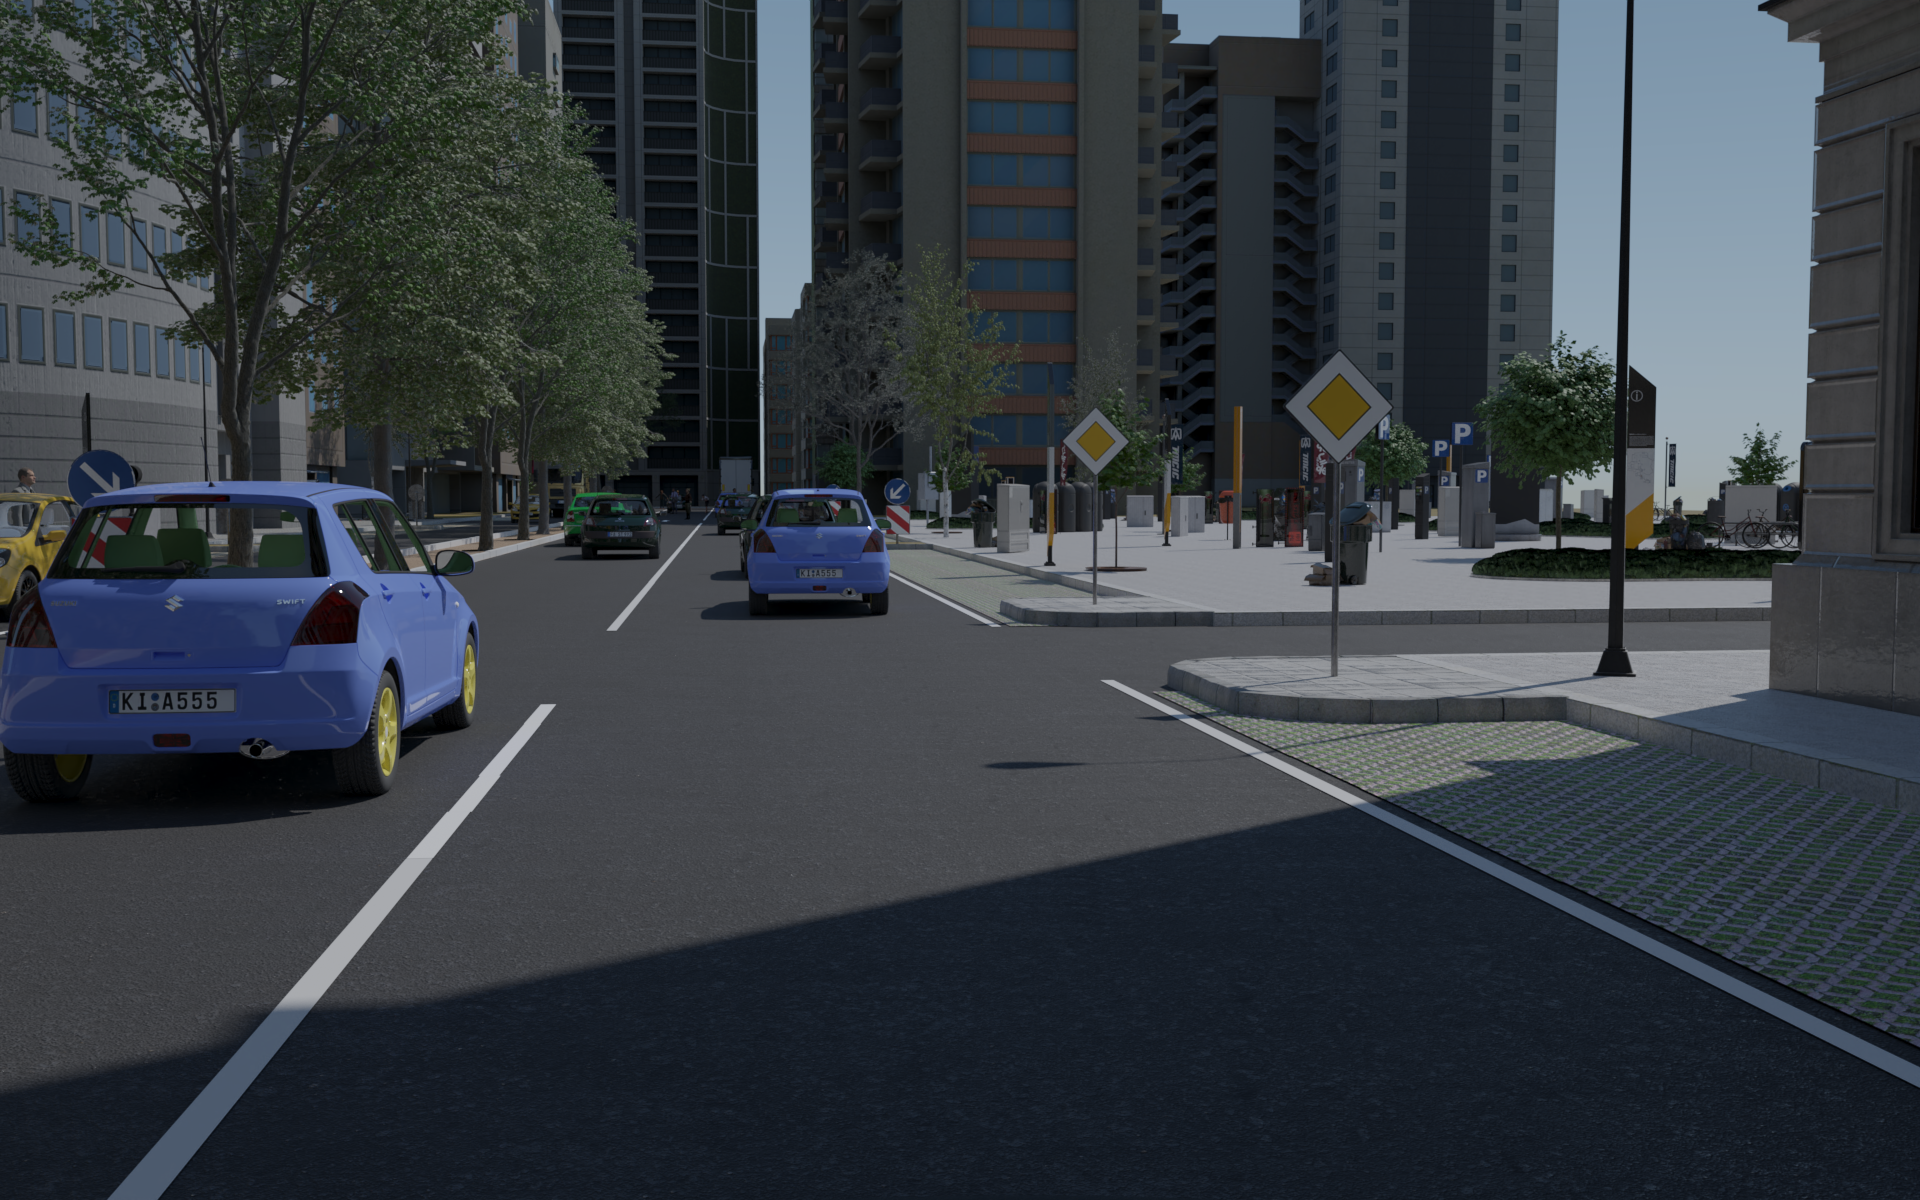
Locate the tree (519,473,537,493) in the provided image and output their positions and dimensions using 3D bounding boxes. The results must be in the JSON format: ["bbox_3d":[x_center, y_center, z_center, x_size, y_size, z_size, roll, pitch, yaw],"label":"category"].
[{"bbox_3d":[-34.488,-8.756,137.767,1.663,3.219,1.824,0,3,0],"label":"tree"}]

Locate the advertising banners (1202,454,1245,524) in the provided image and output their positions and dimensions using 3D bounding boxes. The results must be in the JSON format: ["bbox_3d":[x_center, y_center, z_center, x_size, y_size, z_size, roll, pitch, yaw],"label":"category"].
[{"bbox_3d":[11.383,-4.809,74.816,2.074,3.025,0.090,-1,4,-20],"label":"advertising banners"}]

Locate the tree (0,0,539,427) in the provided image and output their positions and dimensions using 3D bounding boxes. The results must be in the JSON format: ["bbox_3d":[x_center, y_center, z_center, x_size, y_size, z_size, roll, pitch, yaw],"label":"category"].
[{"bbox_3d":[-9.347,-5.757,22.342,9.928,11.665,9.643,0,3,0],"label":"tree"}]

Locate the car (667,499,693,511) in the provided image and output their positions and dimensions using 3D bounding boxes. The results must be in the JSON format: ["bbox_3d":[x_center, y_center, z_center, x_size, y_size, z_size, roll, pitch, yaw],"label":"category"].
[{"bbox_3d":[-23.046,-7.970,142.113,2.131,1.459,4.920,0,4,-6],"label":"car"}]

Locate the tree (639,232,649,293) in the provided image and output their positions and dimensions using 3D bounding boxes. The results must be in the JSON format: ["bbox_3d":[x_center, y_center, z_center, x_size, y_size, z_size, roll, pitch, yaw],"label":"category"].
[{"bbox_3d":[-11.690,-7.004,42.735,9.928,11.665,9.643,0,3,0],"label":"tree"}]

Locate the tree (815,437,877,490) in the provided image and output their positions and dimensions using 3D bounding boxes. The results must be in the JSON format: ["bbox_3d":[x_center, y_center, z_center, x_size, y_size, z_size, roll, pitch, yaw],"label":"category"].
[{"bbox_3d":[-6.298,-6.908,96.664,4.285,4.588,4.351,0,3,0],"label":"tree"}]

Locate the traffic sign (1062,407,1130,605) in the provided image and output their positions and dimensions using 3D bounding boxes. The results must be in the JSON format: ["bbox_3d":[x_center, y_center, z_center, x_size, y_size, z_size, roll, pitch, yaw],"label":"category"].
[{"bbox_3d":[1.562,-1.003,20.037,0.795,2.450,0.064,0,4,-8],"label":"traffic sign"}]

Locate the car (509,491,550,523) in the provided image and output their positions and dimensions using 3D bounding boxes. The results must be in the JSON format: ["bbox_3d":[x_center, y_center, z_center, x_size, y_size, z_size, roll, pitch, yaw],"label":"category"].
[{"bbox_3d":[-21.537,-4.686,86.841,2.015,1.641,3.980,-1,4,-9],"label":"car"}]

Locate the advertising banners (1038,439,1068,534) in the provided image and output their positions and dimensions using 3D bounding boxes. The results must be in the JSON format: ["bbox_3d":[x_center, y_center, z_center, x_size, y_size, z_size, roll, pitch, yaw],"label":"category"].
[{"bbox_3d":[2.986,-3.630,55.541,0.090,3.025,2.074,-1,4,-23],"label":"advertising banners"}]

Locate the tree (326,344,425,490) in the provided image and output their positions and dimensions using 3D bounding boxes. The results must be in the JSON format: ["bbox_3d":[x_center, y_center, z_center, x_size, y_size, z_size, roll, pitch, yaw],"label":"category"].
[{"bbox_3d":[-25.247,-7.629,75.094,4.360,8.622,3.978,0,3,0],"label":"tree"}]

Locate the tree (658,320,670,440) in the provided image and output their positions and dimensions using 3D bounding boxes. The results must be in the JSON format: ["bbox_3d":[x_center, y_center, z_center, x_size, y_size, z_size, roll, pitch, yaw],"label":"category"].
[{"bbox_3d":[-15.807,-9.086,69.136,7.486,12.596,7.792,0,3,0],"label":"tree"}]

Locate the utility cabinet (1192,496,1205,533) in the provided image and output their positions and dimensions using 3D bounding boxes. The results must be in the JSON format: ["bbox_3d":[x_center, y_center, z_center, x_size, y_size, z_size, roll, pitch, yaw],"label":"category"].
[{"bbox_3d":[7.639,-2.836,57.534,1.020,1.237,0.306,-2,4,-26],"label":"utility cabinet"}]

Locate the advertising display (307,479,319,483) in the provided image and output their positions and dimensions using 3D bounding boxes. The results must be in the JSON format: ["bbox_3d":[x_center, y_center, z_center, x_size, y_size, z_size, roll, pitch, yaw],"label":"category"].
[{"bbox_3d":[-28.224,-4.292,75.394,0.974,1.923,0.123,2,4,34],"label":"advertising display"}]

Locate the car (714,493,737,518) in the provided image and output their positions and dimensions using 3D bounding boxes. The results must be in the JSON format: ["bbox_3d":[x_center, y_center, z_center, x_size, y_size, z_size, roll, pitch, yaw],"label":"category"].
[{"bbox_3d":[-14.235,-5.951,106.886,1.945,1.707,3.694,0,4,-6],"label":"car"}]

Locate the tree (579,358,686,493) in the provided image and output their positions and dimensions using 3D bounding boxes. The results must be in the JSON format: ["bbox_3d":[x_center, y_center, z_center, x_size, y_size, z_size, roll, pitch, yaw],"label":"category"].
[{"bbox_3d":[-17.660,-9.060,85.004,8.767,10.594,7.601,0,4,-8],"label":"tree"}]

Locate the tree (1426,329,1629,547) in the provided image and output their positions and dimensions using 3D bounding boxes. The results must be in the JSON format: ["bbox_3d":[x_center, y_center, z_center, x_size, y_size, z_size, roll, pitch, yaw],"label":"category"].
[{"bbox_3d":[11.982,-3.115,34.649,4.285,4.588,4.351,0,3,0],"label":"tree"}]

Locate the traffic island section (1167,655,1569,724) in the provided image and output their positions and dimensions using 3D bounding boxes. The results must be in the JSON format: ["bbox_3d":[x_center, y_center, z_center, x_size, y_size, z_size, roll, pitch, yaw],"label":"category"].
[{"bbox_3d":[2.654,0.616,12.204,2.009,0.180,2.903,0,4,-8],"label":"traffic island section"}]

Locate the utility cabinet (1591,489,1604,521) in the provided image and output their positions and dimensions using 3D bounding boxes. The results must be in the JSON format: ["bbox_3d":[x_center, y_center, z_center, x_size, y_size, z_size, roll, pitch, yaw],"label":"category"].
[{"bbox_3d":[27.102,-3.961,73.441,0.318,1.500,1.173,1,4,15],"label":"utility cabinet"}]

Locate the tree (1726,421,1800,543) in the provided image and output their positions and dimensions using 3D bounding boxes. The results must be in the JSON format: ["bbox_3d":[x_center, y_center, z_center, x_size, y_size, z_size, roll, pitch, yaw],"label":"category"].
[{"bbox_3d":[21.281,-3.160,46.263,1.663,3.219,1.824,0,3,0],"label":"tree"}]

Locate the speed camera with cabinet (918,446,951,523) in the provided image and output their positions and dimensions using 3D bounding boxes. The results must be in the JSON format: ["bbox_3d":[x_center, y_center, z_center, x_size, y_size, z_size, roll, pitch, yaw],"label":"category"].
[{"bbox_3d":[-0.748,-4.781,72.511,2.038,3.252,0.660,-2,4,-33],"label":"speed camera with cabinet"}]

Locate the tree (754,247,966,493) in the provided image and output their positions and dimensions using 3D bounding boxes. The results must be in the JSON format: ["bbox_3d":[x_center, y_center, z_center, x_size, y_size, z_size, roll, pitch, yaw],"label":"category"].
[{"bbox_3d":[-4.889,-10.697,85.263,12.009,13.543,11.850,0,3,0],"label":"tree"}]

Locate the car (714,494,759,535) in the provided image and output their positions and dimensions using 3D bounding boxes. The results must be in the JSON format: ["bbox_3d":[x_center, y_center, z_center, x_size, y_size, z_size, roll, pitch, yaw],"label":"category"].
[{"bbox_3d":[-7.761,-3.175,61.706,2.009,1.686,4.222,0,4,-7],"label":"car"}]

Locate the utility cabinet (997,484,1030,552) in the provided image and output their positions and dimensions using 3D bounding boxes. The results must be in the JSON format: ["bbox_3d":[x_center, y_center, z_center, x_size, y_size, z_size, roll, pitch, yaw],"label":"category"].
[{"bbox_3d":[1.183,-1.794,38.003,0.318,1.500,1.173,2,4,24],"label":"utility cabinet"}]

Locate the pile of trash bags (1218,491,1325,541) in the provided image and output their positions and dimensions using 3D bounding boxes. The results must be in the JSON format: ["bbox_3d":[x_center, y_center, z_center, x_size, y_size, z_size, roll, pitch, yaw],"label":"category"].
[{"bbox_3d":[8.861,-2.340,48.016,3.447,1.369,1.912,1,4,16],"label":"pile of trash bags"}]

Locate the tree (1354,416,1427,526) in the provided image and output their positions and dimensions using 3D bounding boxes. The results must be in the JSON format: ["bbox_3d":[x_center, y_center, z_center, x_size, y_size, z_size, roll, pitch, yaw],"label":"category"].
[{"bbox_3d":[17.454,-5.331,70.883,4.285,4.588,4.351,0,3,0],"label":"tree"}]

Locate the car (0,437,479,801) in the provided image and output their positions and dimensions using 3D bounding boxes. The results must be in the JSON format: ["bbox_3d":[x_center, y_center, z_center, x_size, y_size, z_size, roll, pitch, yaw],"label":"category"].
[{"bbox_3d":[-3.704,0.009,9.446,1.945,1.707,3.694,0,4,-7],"label":"car"}]

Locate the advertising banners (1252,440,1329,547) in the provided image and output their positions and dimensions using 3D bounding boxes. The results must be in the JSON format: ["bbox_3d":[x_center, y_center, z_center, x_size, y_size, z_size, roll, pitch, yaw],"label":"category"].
[{"bbox_3d":[8.053,-2.791,41.817,2.074,3.025,0.090,-1,4,-13],"label":"advertising banners"}]

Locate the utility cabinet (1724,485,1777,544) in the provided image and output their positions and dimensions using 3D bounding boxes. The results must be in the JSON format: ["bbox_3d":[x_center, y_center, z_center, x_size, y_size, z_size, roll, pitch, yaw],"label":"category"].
[{"bbox_3d":[19.992,-2.148,43.802,1.173,1.500,0.318,2,4,26],"label":"utility cabinet"}]

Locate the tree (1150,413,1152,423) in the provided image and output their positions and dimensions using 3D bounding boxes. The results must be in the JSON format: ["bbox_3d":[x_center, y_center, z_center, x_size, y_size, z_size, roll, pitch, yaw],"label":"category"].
[{"bbox_3d":[8.098,-8.828,94.692,4.360,8.622,3.978,0,3,0],"label":"tree"}]

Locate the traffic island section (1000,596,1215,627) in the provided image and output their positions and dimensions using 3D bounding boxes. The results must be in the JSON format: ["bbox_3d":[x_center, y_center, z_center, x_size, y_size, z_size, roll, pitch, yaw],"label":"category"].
[{"bbox_3d":[1.584,0.132,20.117,2.009,0.180,2.903,0,4,-8],"label":"traffic island section"}]

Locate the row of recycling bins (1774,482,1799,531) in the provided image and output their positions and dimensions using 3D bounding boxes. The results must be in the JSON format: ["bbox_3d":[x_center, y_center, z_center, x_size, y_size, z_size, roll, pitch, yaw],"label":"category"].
[{"bbox_3d":[29.027,-3.214,59.669,1.069,1.692,3.534,-1,4,-19],"label":"row of recycling bins"}]

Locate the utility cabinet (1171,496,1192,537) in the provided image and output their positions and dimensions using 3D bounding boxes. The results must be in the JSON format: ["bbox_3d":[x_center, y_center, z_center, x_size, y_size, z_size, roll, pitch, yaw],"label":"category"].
[{"bbox_3d":[6.661,-2.526,52.460,0.306,1.237,1.020,1,4,22],"label":"utility cabinet"}]

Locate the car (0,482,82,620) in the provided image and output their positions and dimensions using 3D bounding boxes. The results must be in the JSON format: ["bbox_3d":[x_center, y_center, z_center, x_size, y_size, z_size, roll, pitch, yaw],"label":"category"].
[{"bbox_3d":[-11.466,-0.637,20.635,2.015,1.641,3.980,0,4,-6],"label":"car"}]

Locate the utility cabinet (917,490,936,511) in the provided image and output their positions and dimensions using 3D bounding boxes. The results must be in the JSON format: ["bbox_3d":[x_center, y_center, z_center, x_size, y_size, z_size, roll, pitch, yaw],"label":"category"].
[{"bbox_3d":[-1.811,-5.176,93.314,0.318,1.500,1.173,3,5,43],"label":"utility cabinet"}]

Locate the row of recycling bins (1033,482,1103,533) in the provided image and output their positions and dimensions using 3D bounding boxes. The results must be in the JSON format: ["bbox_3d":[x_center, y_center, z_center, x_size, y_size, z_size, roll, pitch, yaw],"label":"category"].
[{"bbox_3d":[3.713,-3.148,58.587,1.069,1.692,3.534,3,4,38],"label":"row of recycling bins"}]

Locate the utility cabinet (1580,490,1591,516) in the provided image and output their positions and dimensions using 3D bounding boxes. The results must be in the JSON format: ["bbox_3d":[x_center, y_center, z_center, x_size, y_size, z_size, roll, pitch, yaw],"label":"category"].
[{"bbox_3d":[33.949,-5.170,93.210,1.173,1.500,0.318,-1,4,-21],"label":"utility cabinet"}]

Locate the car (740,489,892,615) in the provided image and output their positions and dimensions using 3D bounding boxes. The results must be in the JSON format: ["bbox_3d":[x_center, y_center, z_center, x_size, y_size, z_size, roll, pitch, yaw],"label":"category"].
[{"bbox_3d":[-1.809,-0.749,21.841,1.945,1.707,3.694,0,4,-6],"label":"car"}]

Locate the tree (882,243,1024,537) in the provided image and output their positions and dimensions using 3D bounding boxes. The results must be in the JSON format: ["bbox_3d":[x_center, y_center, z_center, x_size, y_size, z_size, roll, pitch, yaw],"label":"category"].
[{"bbox_3d":[-0.356,-6.141,50.765,4.737,8.622,4.395,0,3,0],"label":"tree"}]

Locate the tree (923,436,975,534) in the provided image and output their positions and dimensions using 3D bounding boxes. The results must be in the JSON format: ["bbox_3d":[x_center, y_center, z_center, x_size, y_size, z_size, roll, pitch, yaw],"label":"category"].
[{"bbox_3d":[-0.529,-3.777,56.363,1.663,3.219,1.824,0,3,0],"label":"tree"}]

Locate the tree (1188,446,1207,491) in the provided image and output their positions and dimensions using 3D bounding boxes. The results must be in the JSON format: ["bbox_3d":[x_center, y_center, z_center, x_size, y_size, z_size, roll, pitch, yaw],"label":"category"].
[{"bbox_3d":[7.542,-3.958,59.317,1.663,3.219,1.824,0,3,0],"label":"tree"}]

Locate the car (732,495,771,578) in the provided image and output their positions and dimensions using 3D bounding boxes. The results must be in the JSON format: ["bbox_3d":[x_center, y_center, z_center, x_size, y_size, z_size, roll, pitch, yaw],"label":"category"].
[{"bbox_3d":[-3.037,-1.292,30.909,2.009,1.686,4.222,-1,4,-9],"label":"car"}]

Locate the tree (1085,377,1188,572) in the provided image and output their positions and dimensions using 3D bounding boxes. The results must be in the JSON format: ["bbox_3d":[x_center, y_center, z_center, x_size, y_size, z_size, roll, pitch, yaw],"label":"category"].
[{"bbox_3d":[2.577,-2.092,28.805,1.663,3.219,1.824,0,3,0],"label":"tree"}]

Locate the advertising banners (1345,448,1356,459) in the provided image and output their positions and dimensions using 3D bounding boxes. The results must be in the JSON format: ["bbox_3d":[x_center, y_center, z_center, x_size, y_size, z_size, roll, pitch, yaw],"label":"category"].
[{"bbox_3d":[13.286,-4.068,62.694,2.074,3.025,0.090,0,4,5],"label":"advertising banners"}]

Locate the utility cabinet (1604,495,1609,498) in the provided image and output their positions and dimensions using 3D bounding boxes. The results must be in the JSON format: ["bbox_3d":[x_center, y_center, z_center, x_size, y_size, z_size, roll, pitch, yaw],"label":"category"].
[{"bbox_3d":[34.844,-5.059,93.883,0.306,1.237,1.020,0,4,3],"label":"utility cabinet"}]

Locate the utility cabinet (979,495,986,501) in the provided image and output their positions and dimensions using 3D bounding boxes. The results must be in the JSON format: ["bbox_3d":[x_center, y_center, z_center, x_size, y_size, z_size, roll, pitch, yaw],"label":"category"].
[{"bbox_3d":[0.687,-4.124,78.590,1.020,1.237,0.306,2,4,29],"label":"utility cabinet"}]

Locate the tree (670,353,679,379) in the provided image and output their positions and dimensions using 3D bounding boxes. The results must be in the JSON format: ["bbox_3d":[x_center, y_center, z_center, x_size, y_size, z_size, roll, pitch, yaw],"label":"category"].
[{"bbox_3d":[-16.377,-9.548,76.700,7.486,12.596,7.792,0,3,0],"label":"tree"}]

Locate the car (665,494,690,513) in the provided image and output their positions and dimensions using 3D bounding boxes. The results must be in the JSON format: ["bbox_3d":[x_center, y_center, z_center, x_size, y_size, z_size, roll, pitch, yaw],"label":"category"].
[{"bbox_3d":[-21.275,-7.410,130.946,2.009,1.686,4.222,-1,4,-9],"label":"car"}]

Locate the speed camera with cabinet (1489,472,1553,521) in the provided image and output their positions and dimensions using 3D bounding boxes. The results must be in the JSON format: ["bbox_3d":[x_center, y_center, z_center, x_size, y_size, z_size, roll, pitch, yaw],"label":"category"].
[{"bbox_3d":[18.491,-3.843,57.175,2.038,3.252,0.660,0,4,-5],"label":"speed camera with cabinet"}]

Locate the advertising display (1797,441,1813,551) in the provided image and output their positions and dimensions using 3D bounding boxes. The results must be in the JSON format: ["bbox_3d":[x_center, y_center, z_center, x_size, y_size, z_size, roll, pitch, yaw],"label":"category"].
[{"bbox_3d":[10.698,-0.997,21.514,0.974,1.923,0.123,-3,5,-39],"label":"advertising display"}]

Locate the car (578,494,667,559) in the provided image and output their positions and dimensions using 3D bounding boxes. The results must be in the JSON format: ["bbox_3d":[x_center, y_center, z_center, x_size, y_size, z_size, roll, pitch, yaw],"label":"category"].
[{"bbox_3d":[-7.715,-1.821,39.561,2.009,1.686,4.222,-1,4,-9],"label":"car"}]

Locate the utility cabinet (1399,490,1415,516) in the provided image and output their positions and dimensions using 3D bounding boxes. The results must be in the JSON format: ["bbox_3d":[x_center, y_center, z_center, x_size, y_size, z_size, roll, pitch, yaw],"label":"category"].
[{"bbox_3d":[23.207,-4.942,89.486,0.318,1.500,1.173,-2,4,-24],"label":"utility cabinet"}]

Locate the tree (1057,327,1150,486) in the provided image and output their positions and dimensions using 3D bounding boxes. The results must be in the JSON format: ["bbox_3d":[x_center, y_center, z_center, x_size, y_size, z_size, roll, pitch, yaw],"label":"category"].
[{"bbox_3d":[6.251,-7.737,76.870,4.360,8.622,3.978,0,3,0],"label":"tree"}]

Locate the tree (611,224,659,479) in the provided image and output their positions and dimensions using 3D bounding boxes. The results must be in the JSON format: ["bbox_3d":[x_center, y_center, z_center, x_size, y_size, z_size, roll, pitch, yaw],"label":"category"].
[{"bbox_3d":[-14.962,-8.625,61.610,7.486,12.596,7.792,0,3,0],"label":"tree"}]

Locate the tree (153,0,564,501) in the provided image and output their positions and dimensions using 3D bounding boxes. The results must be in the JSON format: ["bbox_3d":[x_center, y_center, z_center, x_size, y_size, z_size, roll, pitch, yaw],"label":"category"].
[{"bbox_3d":[-10.655,-6.790,31.606,7.486,12.596,7.792,0,3,0],"label":"tree"}]

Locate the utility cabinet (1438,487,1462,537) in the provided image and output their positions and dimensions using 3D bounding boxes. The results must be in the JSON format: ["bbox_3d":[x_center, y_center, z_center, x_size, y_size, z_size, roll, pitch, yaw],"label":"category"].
[{"bbox_3d":[14.866,-2.638,51.810,1.173,1.500,0.318,-2,4,-27],"label":"utility cabinet"}]

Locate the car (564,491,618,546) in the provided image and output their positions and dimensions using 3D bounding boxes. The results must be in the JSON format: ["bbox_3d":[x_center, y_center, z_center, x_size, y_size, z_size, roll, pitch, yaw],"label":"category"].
[{"bbox_3d":[-10.203,-2.472,49.207,1.959,1.807,4.718,0,4,-7],"label":"car"}]

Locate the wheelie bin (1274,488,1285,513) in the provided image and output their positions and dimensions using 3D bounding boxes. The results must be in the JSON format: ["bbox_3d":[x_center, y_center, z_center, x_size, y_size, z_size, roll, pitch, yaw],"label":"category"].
[{"bbox_3d":[16.746,-5.053,90.519,0.693,1.594,0.980,-2,4,-35],"label":"wheelie bin"}]

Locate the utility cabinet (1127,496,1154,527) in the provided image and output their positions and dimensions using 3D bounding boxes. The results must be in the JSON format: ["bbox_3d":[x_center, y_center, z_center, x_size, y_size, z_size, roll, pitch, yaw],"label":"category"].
[{"bbox_3d":[6.990,-3.430,67.237,1.020,1.237,0.306,0,4,3],"label":"utility cabinet"}]
